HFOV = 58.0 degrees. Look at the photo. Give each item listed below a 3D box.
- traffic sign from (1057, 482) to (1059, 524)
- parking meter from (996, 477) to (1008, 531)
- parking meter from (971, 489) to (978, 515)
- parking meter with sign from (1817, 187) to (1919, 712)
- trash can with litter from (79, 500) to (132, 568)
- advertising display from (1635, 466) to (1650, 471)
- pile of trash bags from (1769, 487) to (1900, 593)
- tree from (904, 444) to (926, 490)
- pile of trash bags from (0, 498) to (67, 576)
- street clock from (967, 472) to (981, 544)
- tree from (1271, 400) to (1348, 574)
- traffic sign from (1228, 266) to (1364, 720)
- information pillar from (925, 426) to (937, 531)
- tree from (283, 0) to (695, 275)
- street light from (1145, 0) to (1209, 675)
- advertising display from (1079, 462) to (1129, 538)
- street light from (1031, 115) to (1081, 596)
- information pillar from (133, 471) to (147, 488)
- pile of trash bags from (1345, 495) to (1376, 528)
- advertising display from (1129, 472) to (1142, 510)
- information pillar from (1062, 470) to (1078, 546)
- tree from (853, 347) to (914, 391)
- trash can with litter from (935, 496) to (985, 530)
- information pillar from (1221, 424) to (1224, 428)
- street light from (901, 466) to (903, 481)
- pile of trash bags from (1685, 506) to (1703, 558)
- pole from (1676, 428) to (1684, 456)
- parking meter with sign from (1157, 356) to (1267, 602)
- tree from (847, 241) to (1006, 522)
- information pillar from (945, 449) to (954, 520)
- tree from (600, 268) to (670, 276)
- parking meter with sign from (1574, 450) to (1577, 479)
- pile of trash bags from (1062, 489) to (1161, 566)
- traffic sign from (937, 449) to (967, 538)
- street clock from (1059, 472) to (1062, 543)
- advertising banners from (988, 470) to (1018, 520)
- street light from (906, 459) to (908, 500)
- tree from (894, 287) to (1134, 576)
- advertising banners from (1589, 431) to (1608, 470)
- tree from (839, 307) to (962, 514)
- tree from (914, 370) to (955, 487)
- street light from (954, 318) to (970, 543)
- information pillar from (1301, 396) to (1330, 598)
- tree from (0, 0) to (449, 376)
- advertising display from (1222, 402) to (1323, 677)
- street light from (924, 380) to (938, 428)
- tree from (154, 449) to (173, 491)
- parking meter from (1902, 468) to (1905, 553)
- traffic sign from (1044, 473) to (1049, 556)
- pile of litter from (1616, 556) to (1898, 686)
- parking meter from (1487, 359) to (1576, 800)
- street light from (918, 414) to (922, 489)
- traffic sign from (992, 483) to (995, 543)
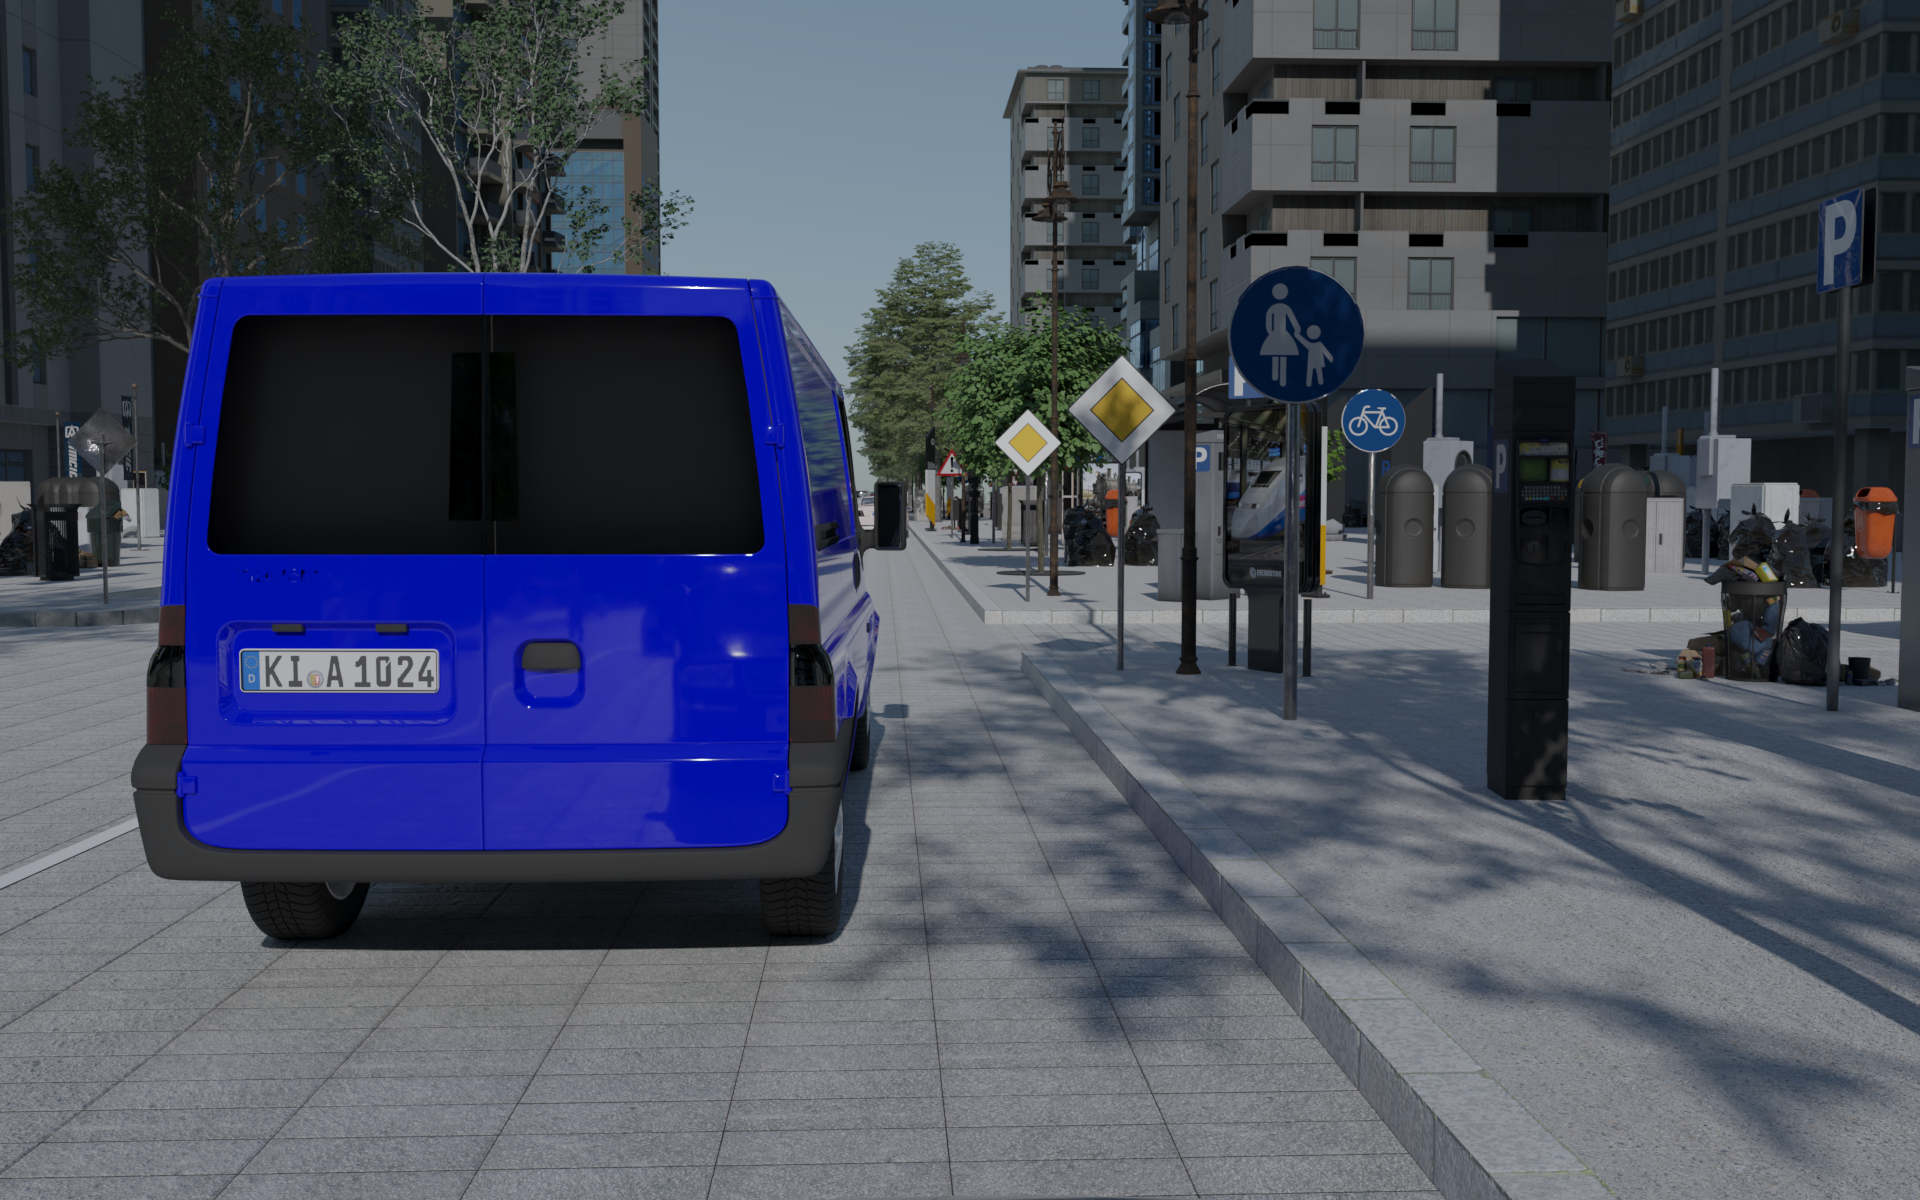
[{"bbox_3d":[2.061,-2.249,36.770,0.884,2.594,0.081,0,4,4],"label":"traffic sign"},{"bbox_3d":[1.478,-3.364,60.714,0.399,1.863,0.255,0,4,4],"label":"parking meter"},{"bbox_3d":[0.789,-5.148,92.585,0.372,1.533,0.369,0,3,0],"label":"parking meter"},{"bbox_3d":[5.988,-0.848,10.130,1.738,3.016,0.543,0,4,2],"label":"parking meter with sign"},{"bbox_3d":[-15.067,-1.156,30.291,0.624,1.170,1.055,1,4,11],"label":"trash can with litter"},{"bbox_3d":[16.106,-2.166,40.628,0.974,1.923,0.123,-3,5,-41],"label":"advertising display"},{"bbox_3d":[11.928,-0.862,23.847,1.912,1.369,3.447,0,4,2],"label":"pile of trash bags"},{"bbox_3d":[-2.692,-10.748,126.094,4.360,8.622,3.978,0,3,0],"label":"tree"},{"bbox_3d":[-15.274,-1.062,27.112,1.912,1.369,3.447,-1,4,-10],"label":"pile of trash bags"},{"bbox_3d":[0.372,-2.429,44.285,0.358,2.002,0.471,1,4,21],"label":"street clock"},{"bbox_3d":[5.367,-2.036,27.890,1.663,3.219,1.824,0,3,0],"label":"tree"},{"bbox_3d":[1.878,-0.592,9.783,0.768,2.556,0.104,0,4,-2],"label":"traffic sign"},{"bbox_3d":[-1.007,-4.159,59.362,0.183,3.616,0.504,2,4,33],"label":"information pillar"},{"bbox_3d":[-14.574,-12.161,54.721,12.611,20.169,13.585,0,3,0],"label":"tree"},{"bbox_3d":[1.633,-2.410,12.199,0.468,5.910,1.993,0,4,-3],"label":"street light"},{"bbox_3d":[2.826,-1.782,34.342,0.974,1.923,0.123,-1,4,-20],"label":"advertising display"},{"bbox_3d":[1.184,-2.989,21.665,0.468,5.910,1.993,0,4,-3],"label":"street light"},{"bbox_3d":[-26.631,-3.167,56.275,0.304,2.012,0.304,3,5,41],"label":"information pillar"},{"bbox_3d":[14.510,-3.474,66.550,1.912,1.369,3.447,3,5,42],"label":"pile of trash bags"},{"bbox_3d":[4.723,-2.717,49.631,0.974,1.923,0.123,0,4,8],"label":"advertising display"},{"bbox_3d":[2.712,-2.343,42.800,0.304,2.012,0.304,2,4,27],"label":"information pillar"},{"bbox_3d":[-6.199,-21.951,214.790,12.611,20.169,13.585,0,3,0],"label":"tree"},{"bbox_3d":[-0.132,-3.161,62.739,1.678,1.210,2.233,-1,4,-15],"label":"trash can with litter"},{"bbox_3d":[7.509,-3.494,48.488,0.183,3.616,0.504,-3,4,-36],"label":"information pillar"},{"bbox_3d":[-5.679,-12.148,171.412,0.468,5.910,1.993,0,4,-3],"label":"street light"},{"bbox_3d":[15.594,-1.478,33.913,1.912,1.369,3.447,-1,4,-11],"label":"pile of trash bags"},{"bbox_3d":[22.312,-3.663,53.737,0.158,3.312,0.155,0,3,0],"label":"pole"},{"bbox_3d":[3.072,-1.521,21.137,0.543,3.016,1.738,3,5,41],"label":"parking meter with sign"},{"bbox_3d":[-1.447,-9.806,78.463,7.486,12.596,7.792,0,3,0],"label":"tree"},{"bbox_3d":[-0.495,-5.767,85.646,0.183,3.616,0.504,-3,4,-39],"label":"information pillar"},{"bbox_3d":[-15.396,-9.457,80.377,9.928,11.665,9.643,0,3,0],"label":"tree"},{"bbox_3d":[23.276,-4.389,68.025,1.738,3.016,0.543,1,4,17],"label":"parking meter with sign"},{"bbox_3d":[2.863,-1.375,32.241,1.912,1.369,3.447,0,4,5],"label":"pile of trash bags"},{"bbox_3d":[-0.232,-3.072,50.230,0.884,2.594,0.081,0,4,2],"label":"traffic sign"},{"bbox_3d":[2.742,-2.475,45.044,0.471,2.002,0.358,0,4,8],"label":"street clock"},{"bbox_3d":[2.190,-5.500,86.106,0.090,3.025,2.074,-3,5,-45],"label":"advertising banners"},{"bbox_3d":[-3.346,-9.122,121.940,0.468,5.910,1.993,0,4,-3],"label":"street light"},{"bbox_3d":[1.367,-2.693,27.737,4.285,4.588,4.351,0,3,0],"label":"tree"},{"bbox_3d":[18.408,-3.166,47.948,2.074,3.025,0.090,0,4,-2],"label":"advertising banners"},{"bbox_3d":[-2.765,-12.466,110.473,9.857,13.997,8.962,0,3,0],"label":"tree"},{"bbox_3d":[-1.397,-9.280,102.089,4.737,8.622,4.395,0,3,0],"label":"tree"},{"bbox_3d":[0.086,-4.462,45.747,0.468,5.910,1.993,0,4,-3],"label":"street light"},{"bbox_3d":[4.369,-1.840,21.436,0.183,3.616,0.504,-2,4,-27],"label":"information pillar"},{"bbox_3d":[-13.073,-5.857,30.179,7.601,10.594,8.767,0,4,8],"label":"tree"},{"bbox_3d":[2.238,-0.446,12.499,0.123,1.923,0.974,-2,4,-29],"label":"advertising display"},{"bbox_3d":[-1.120,-5.956,70.162,0.468,5.910,1.993,0,4,-3],"label":"street light"},{"bbox_3d":[-28.321,-4.198,63.245,1.663,3.219,1.824,0,3,0],"label":"tree"},{"bbox_3d":[18.310,-1.681,33.201,0.399,1.863,0.255,2,4,32],"label":"parking meter"},{"bbox_3d":[1.786,-2.178,35.723,0.768,2.556,0.104,0,4,1],"label":"traffic sign"},{"bbox_3d":[5.584,0.111,12.150,1.176,0.858,1.719,-3,4,-37],"label":"pile of litter"},{"bbox_3d":[2.418,-0.100,7.346,0.255,1.863,0.399,0,4,3],"label":"parking meter"},{"bbox_3d":[-2.085,-7.429,94.250,0.468,5.910,1.993,0,4,-3],"label":"street light"},{"bbox_3d":[0.878,-2.752,45.108,0.768,2.556,0.104,0,4,7],"label":"traffic sign"}]
